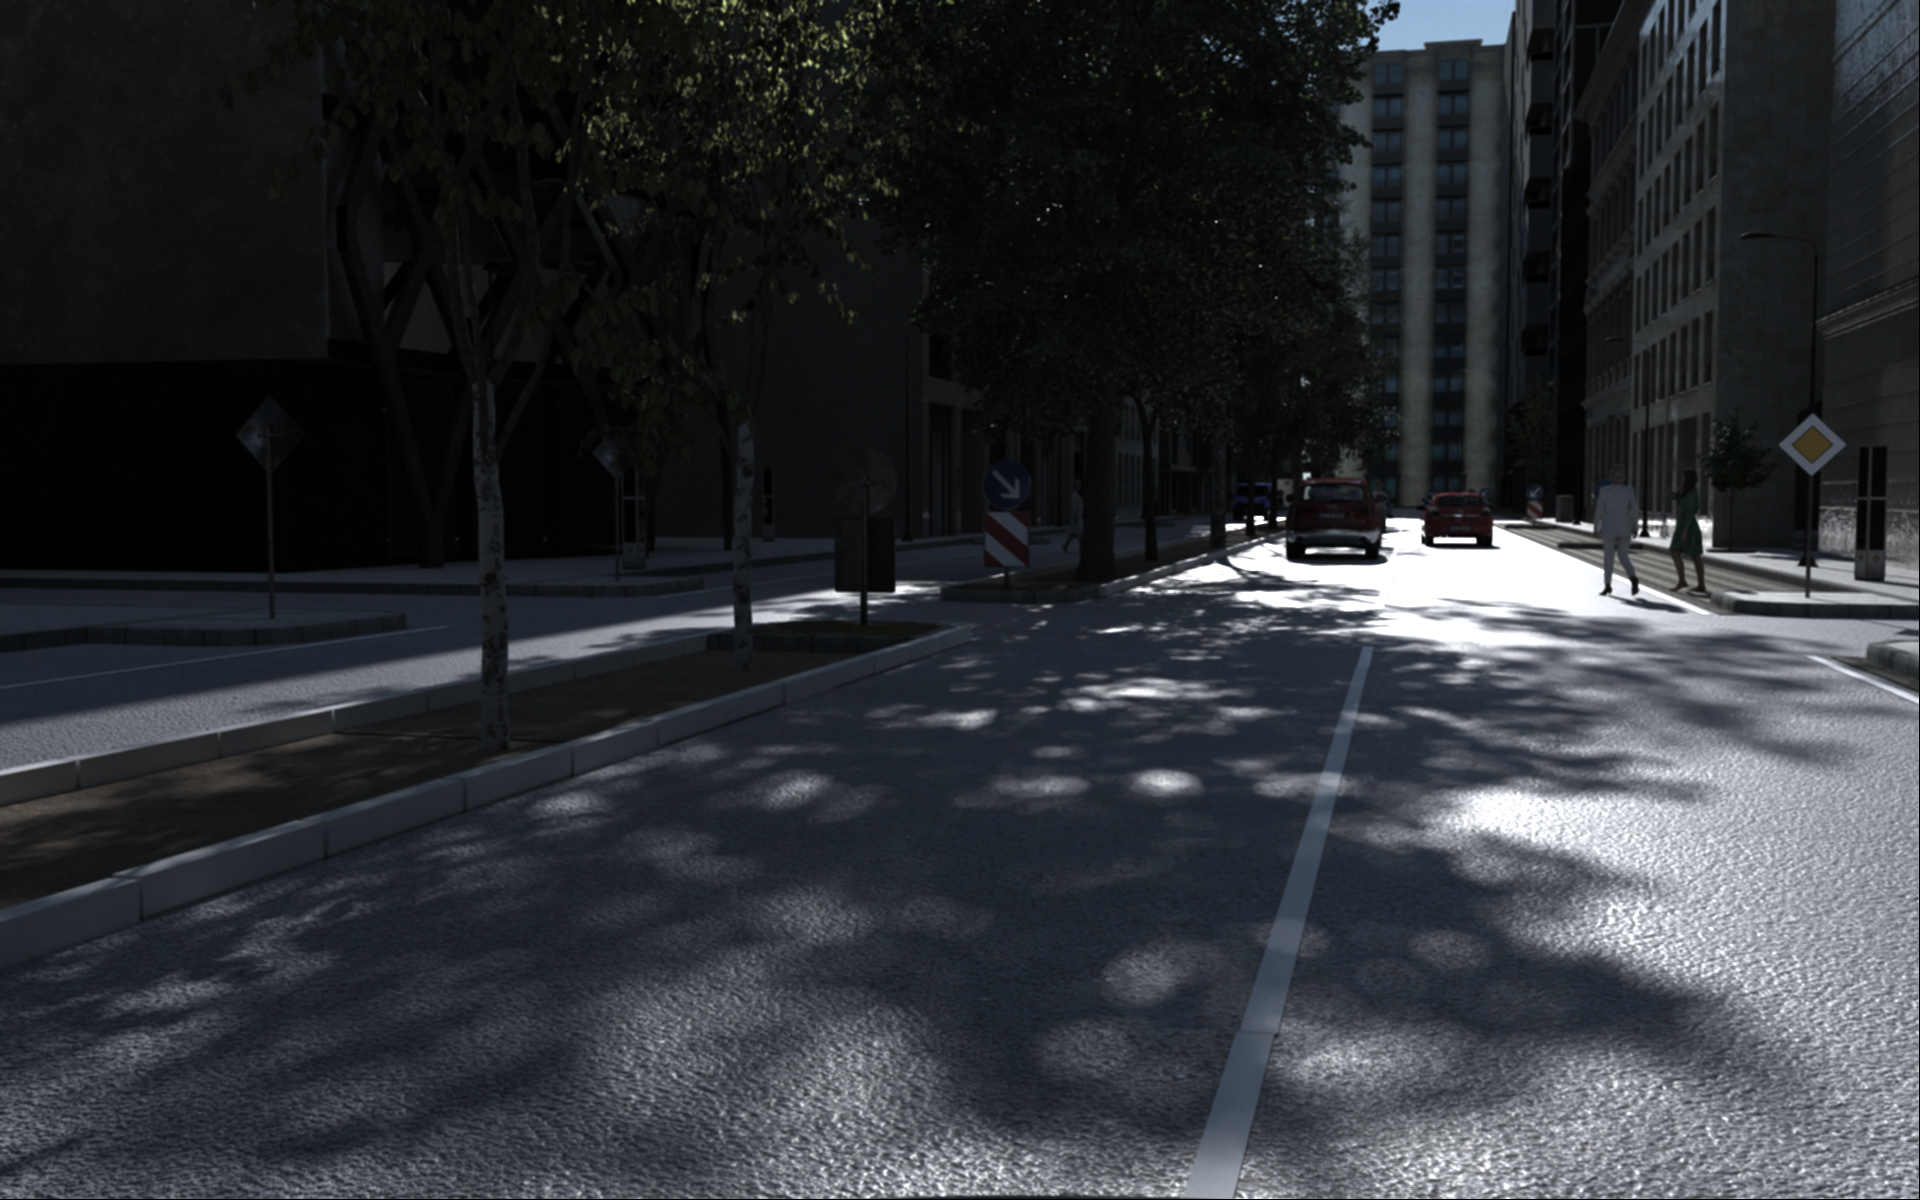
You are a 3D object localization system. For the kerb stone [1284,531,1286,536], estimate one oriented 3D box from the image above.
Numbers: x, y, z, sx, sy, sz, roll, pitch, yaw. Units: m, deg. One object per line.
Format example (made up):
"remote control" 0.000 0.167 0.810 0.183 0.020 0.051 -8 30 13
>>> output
"kerb stone" 10.645 -2.151 57.447 0.120 0.150 1.000 1 4 15

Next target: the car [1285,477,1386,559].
"car" 8.617 -1.907 39.846 2.281 1.827 5.304 1 4 14

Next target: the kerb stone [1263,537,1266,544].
"kerb stone" 8.581 -1.666 49.506 0.120 0.150 1.000 1 4 15

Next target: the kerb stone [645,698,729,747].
"kerb stone" -1.635 0.728 10.293 0.120 0.150 1.000 1 4 15

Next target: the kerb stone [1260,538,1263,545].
"kerb stone" 8.316 -1.609 48.508 0.120 0.150 1.000 1 4 15

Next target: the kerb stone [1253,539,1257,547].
"kerb stone" 7.802 -1.488 46.526 0.120 0.150 1.000 1 4 15

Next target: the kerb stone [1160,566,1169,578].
"kerb stone" 3.408 -0.455 29.672 0.120 0.150 1.000 1 4 15

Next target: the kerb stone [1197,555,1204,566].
"kerb stone" 4.700 -0.761 34.633 0.120 0.150 1.000 1 4 15

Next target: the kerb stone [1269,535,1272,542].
"kerb stone" 9.093 -1.790 51.486 0.120 0.150 1.000 1 4 15

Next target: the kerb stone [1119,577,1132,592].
"kerb stone" 2.377 -0.214 25.702 0.120 0.150 1.000 1 4 15

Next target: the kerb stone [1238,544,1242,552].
"kerb stone" 6.767 -1.245 42.554 0.120 0.150 1.000 1 4 15

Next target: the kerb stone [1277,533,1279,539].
"kerb stone" 9.868 -1.973 54.462 0.120 0.150 1.000 1 4 15

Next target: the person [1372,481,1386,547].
"person" 11.385 -2.353 47.193 0.478 1.798 0.641 1 4 16

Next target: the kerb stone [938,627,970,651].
"kerb stone" -0.092 0.365 16.235 0.120 0.150 1.000 1 4 15

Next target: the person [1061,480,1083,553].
"person" 2.796 -2.032 42.070 0.624 1.780 0.694 1 4 18

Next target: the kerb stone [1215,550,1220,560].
"kerb stone" 5.480 -0.943 37.606 0.120 0.150 1.000 1 4 15

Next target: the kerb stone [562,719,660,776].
"kerb stone" -1.894 0.792 9.305 0.120 0.150 1.000 1 4 15

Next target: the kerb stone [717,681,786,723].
"kerb stone" -1.386 0.671 11.288 0.120 0.150 1.000 1 4 15

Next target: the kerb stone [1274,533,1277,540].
"kerb stone" 9.611 -1.913 53.472 0.120 0.150 1.000 1 4 15

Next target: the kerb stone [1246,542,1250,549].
"kerb stone" 7.283 -1.362 44.533 0.120 0.150 1.000 1 4 15

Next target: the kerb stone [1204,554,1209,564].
"kerb stone" 4.957 -0.818 35.623 0.120 0.150 1.000 1 4 15

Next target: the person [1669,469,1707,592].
"person" 10.617 -1.007 25.213 0.529 1.795 0.600 1 4 14

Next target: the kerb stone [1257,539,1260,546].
"kerb stone" 8.059 -1.544 47.519 0.120 0.150 1.000 1 4 15

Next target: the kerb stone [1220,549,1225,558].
"kerb stone" 5.736 -1.003 38.596 0.120 0.150 1.000 1 4 15

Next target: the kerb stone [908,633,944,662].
"kerb stone" -0.348 0.427 15.246 0.120 0.150 1.000 1 4 15

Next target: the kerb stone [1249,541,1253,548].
"kerb stone" 7.537 -1.426 45.533 0.120 0.150 1.000 1 4 15

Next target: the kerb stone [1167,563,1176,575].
"kerb stone" 3.662 -0.518 30.668 0.120 0.150 1.000 1 4 15

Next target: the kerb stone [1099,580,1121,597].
"kerb stone" 2.118 -0.150 24.705 0.120 0.150 1.000 1 4 15

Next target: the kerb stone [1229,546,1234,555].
"kerb stone" 6.256 -1.123 40.574 0.120 0.150 1.000 1 4 15

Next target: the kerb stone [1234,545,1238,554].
"kerb stone" 6.512 -1.184 41.564 0.120 0.150 1.000 1 4 15

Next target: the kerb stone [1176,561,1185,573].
"kerb stone" 3.936 -0.576 31.653 0.120 0.150 1.000 1 4 15

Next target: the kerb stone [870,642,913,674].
"kerb stone" -0.607 0.486 14.255 0.120 0.150 1.000 1 4 15

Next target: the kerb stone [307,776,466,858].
"kerb stone" -2.418 0.912 7.316 0.120 0.150 1.000 1 4 15

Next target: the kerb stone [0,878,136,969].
"kerb stone" -2.928 1.039 5.325 0.120 0.150 1.000 1 4 15

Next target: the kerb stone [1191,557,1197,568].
"kerb stone" 4.442 -0.696 33.634 0.120 0.150 1.000 1 4 15

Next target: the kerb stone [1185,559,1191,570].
"kerb stone" 4.183 -0.639 32.645 0.120 0.150 1.000 1 4 15

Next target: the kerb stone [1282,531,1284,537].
"kerb stone" 10.387 -2.095 56.455 0.120 0.150 1.000 1 4 15

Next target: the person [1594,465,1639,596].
"person" 9.200 -0.967 24.194 0.514 1.842 0.818 0 4 -7

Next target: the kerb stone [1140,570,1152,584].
"kerb stone" 2.900 -0.336 27.687 0.120 0.150 1.000 1 4 15

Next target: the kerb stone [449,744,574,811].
"kerb stone" -2.157 0.849 8.314 0.120 0.150 1.000 1 4 15

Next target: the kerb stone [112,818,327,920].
"kerb stone" -2.677 0.971 6.316 0.120 0.150 1.000 1 4 15

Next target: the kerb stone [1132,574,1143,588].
"kerb stone" 2.640 -0.266 26.698 0.120 0.150 1.000 1 4 15

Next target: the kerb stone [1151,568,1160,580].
"kerb stone" 3.143 -0.397 28.685 0.120 0.150 1.000 1 4 15

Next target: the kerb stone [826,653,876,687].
"kerb stone" -0.868 0.548 13.267 0.120 0.150 1.000 1 4 15

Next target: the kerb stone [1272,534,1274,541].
"kerb stone" 9.353 -1.846 52.475 0.120 0.150 1.000 1 4 15

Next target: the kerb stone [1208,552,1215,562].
"kerb stone" 5.218 -0.882 36.611 0.120 0.150 1.000 1 4 15

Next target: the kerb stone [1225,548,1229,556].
"kerb stone" 5.990 -1.064 39.586 0.120 0.150 1.000 1 4 15

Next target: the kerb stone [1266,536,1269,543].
"kerb stone" 8.840 -1.729 50.495 0.120 0.150 1.000 1 4 15

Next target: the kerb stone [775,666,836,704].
"kerb stone" -1.118 0.607 12.275 0.120 0.150 1.000 1 4 15

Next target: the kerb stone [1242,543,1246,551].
"kerb stone" 7.031 -1.306 43.542 0.120 0.150 1.000 1 4 15

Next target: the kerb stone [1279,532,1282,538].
"kerb stone" 10.126 -2.033 55.463 0.120 0.150 1.000 1 4 15
